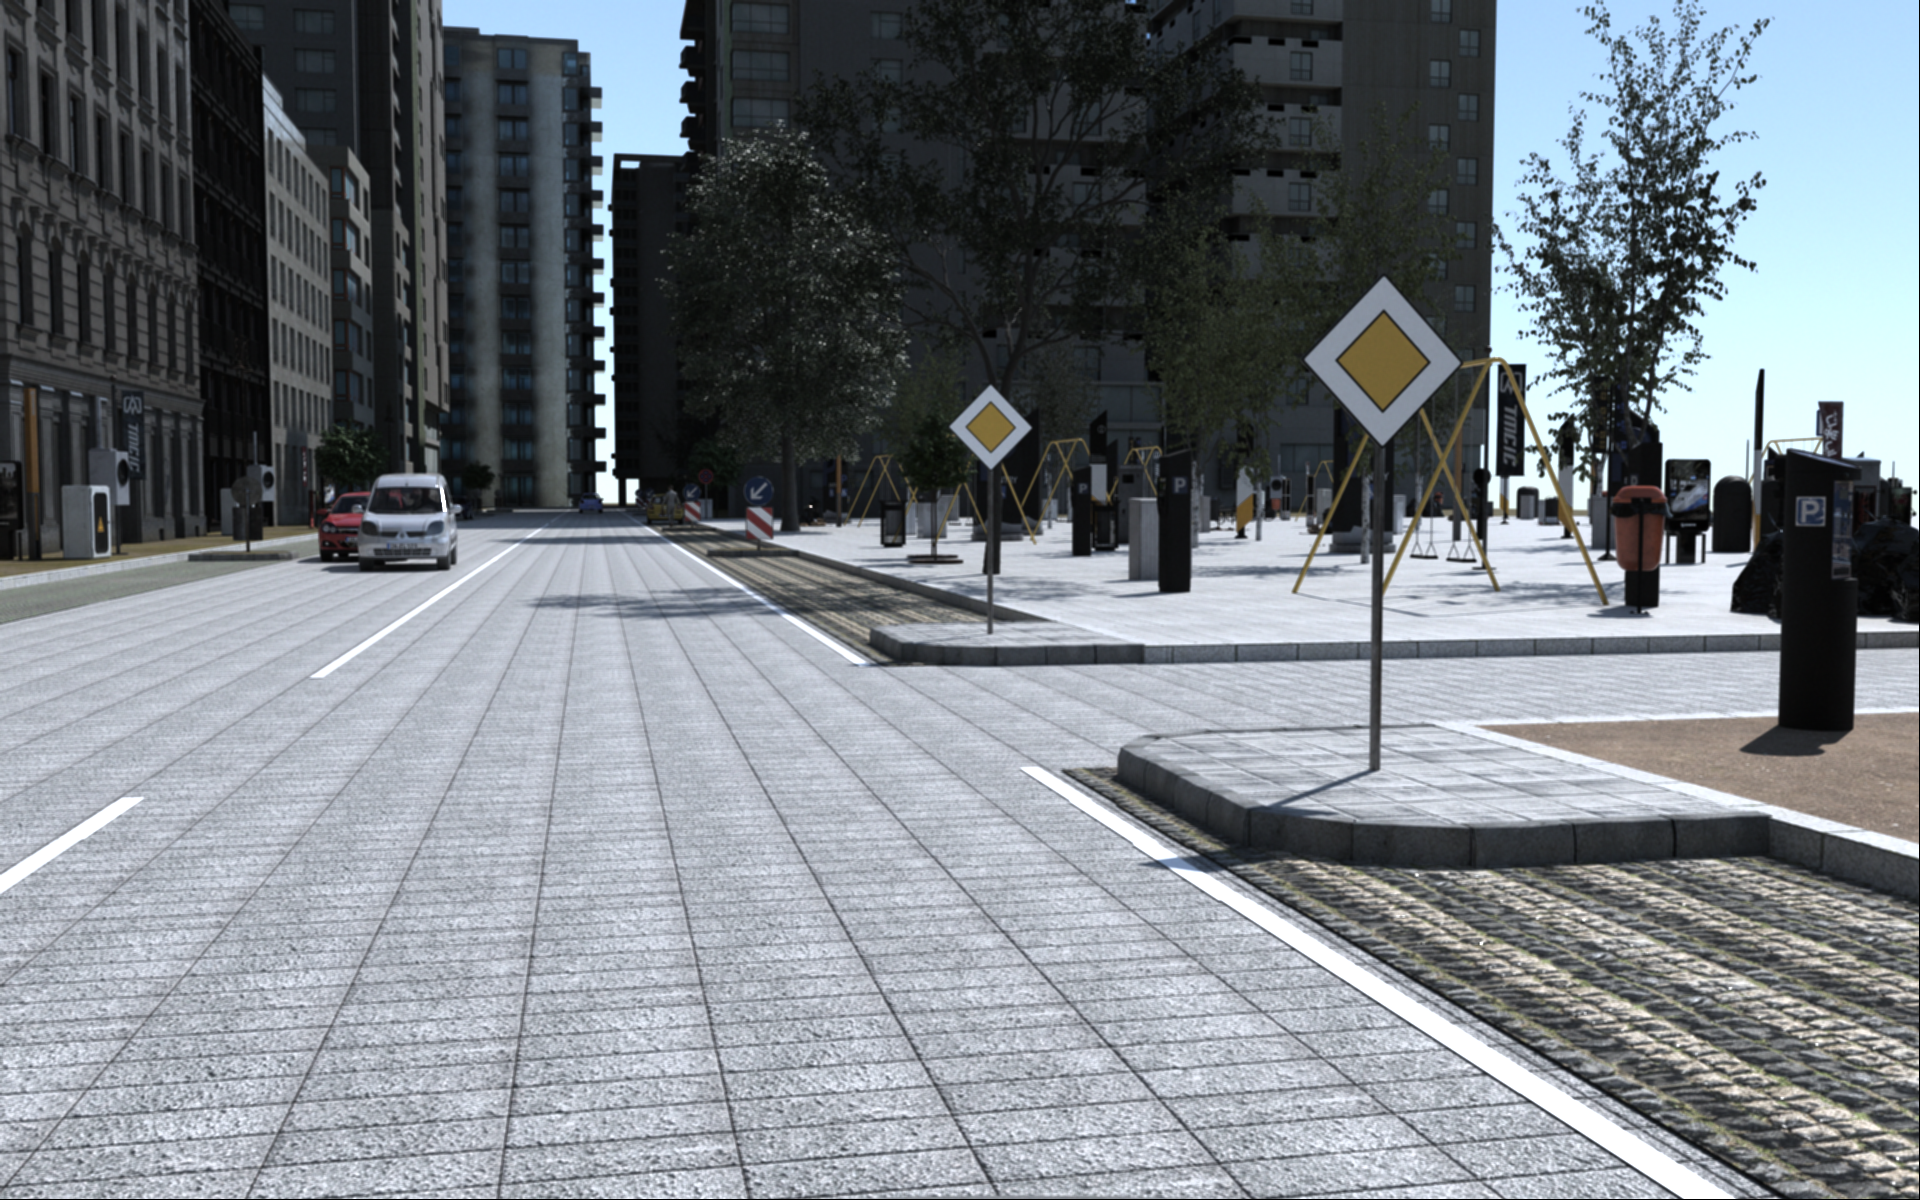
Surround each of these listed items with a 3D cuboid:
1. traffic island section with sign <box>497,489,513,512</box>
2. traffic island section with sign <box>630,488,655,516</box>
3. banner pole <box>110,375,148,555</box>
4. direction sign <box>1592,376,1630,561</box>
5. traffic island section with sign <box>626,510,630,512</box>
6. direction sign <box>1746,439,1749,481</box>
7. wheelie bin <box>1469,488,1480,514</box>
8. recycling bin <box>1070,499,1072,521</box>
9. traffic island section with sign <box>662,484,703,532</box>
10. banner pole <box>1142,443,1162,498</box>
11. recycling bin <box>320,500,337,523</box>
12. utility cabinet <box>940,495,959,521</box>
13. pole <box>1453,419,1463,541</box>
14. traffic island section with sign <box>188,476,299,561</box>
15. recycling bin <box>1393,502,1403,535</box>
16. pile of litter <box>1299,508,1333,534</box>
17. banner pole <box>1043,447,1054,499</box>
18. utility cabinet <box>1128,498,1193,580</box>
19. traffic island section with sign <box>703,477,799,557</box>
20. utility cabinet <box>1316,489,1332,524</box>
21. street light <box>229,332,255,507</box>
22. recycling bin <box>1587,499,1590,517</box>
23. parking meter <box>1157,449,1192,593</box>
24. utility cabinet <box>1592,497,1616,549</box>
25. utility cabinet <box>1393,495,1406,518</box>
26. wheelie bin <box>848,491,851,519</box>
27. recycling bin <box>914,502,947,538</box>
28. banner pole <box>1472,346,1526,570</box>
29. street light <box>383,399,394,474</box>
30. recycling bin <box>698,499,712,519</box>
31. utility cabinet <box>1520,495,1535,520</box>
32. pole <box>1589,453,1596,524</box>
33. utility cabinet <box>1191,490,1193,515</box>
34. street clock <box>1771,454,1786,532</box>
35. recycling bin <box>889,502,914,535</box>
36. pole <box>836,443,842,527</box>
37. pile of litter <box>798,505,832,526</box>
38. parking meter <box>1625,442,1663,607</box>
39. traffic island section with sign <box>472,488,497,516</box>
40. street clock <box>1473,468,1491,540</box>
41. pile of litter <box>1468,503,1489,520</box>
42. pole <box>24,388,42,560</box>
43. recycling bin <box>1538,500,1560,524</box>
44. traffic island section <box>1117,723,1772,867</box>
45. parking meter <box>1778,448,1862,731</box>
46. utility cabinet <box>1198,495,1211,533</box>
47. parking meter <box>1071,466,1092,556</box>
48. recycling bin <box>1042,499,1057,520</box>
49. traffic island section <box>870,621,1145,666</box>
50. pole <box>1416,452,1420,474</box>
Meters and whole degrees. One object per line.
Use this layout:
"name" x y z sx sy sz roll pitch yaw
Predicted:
"traffic island section with sign" -37.123 -8.014 139.650 1.989 1.847 2.006 -1 4 -12
"traffic island section with sign" -20.832 -6.545 115.646 1.989 1.847 2.006 -1 4 -12
"banner pole" -17.682 -2.859 36.761 0.401 3.779 0.863 3 5 42
"direction sign" 12.533 -2.533 33.411 0.876 3.537 0.379 -2 4 -24
"traffic island section with sign" -26.472 -8.176 142.299 1.989 1.847 2.006 -1 4 -12
"direction sign" 32.588 -4.876 71.724 0.379 3.537 0.876 2 4 26
"wheelie bin" 27.767 -5.218 93.228 0.693 1.594 0.980 0 4 3
"recycling bin" 5.617 -4.254 82.113 0.722 1.027 0.722 1 4 19
"traffic island section with sign" -10.466 -3.552 66.699 1.989 1.847 2.006 -1 4 -12
"banner pole" 9.459 -5.771 84.380 0.863 3.779 0.401 -1 4 -9
"recycling bin" -27.345 -3.836 75.272 0.722 1.027 0.722 -2 4 -35
"utility cabinet" -0.577 -4.377 82.730 1.020 1.237 0.306 1 4 10
"pole" 13.634 -3.279 47.452 0.158 3.312 0.155 0 3 0
"traffic island section with sign" -15.543 -1.778 37.701 1.989 1.847 2.006 -1 4 -12
"recycling bin" 13.646 -2.600 55.071 0.722 1.027 0.722 2 4 30
"pile of litter" 11.673 -2.543 55.543 1.719 0.858 1.176 0 4 -5
"banner pole" 4.685 -6.154 90.630 0.863 3.779 0.401 -2 4 -24
"utility cabinet" 3.032 -0.915 26.120 1.020 1.237 0.306 -2 4 -33
"traffic island section with sign" -4.826 -1.922 40.057 1.989 1.847 2.006 -1 4 -12
"utility cabinet" 15.442 -3.958 73.394 0.318 1.500 1.173 2 4 29
"street light" -20.458 -4.690 49.468 0.468 5.910 1.993 -1 4 -12
"recycling bin" 35.831 -5.211 97.746 0.722 1.027 0.722 1 4 14
"parking meter" 2.800 -1.036 22.653 0.399 1.863 0.255 -1 4 -21
"utility cabinet" 15.338 -1.794 40.496 1.020 1.237 0.306 2 4 28
"utility cabinet" 23.846 -5.098 94.513 1.020 1.237 0.306 -1 4 -23
"wheelie bin" -5.294 -4.275 77.810 0.980 1.594 0.693 2 4 32
"recycling bin" -0.820 -2.320 50.486 0.722 1.027 0.722 -1 4 -18
"banner pole" 9.166 -2.407 29.379 0.863 3.779 0.401 0 4 8
"street light" -27.844 -6.839 84.600 0.468 5.910 1.993 -1 4 -12
"recycling bin" -12.995 -4.629 88.238 0.722 1.027 0.722 -1 4 -10
"utility cabinet" 28.683 -4.672 87.551 0.306 1.237 1.020 0 4 -7
"pole" 26.805 -4.862 73.343 0.158 3.312 0.155 0 3 0
"utility cabinet" 11.325 -4.820 87.486 1.173 1.500 0.318 -1 4 -18
"street clock" 14.998 -1.655 31.623 0.358 2.002 0.471 2 4 34
"recycling bin" -1.845 -2.539 54.066 0.722 1.027 0.722 2 4 32
"pole" -4.719 -4.498 67.389 0.158 3.312 0.155 0 3 0
"pile of litter" -5.860 -3.377 69.177 1.719 0.858 1.176 -2 4 -25
"parking meter" 7.814 -0.862 19.807 0.255 1.863 0.399 0 4 -4
"traffic island section with sign" -31.514 -6.395 113.192 1.989 1.847 2.006 -1 4 -12
"street clock" 14.715 -2.709 48.867 0.358 2.002 0.471 -2 4 -26
"pile of litter" 26.050 -4.481 87.224 1.176 0.858 1.719 1 4 19
"pole" -17.925 -2.424 33.472 0.158 3.312 0.155 0 3 0
"recycling bin" 25.752 -3.863 75.721 0.722 1.027 0.722 0 4 -2
"traffic island section" 1.948 0.869 8.076 2.009 0.180 2.903 -1 4 -12
"parking meter" 4.717 -0.067 9.502 0.372 1.533 0.369 0 3 0
"utility cabinet" 8.214 -2.871 58.107 0.306 1.237 1.020 0 4 2
"parking meter" 2.507 -1.845 35.883 0.399 1.863 0.255 0 4 -8
"recycling bin" 4.297 -4.417 84.771 0.722 1.027 0.722 -2 4 -27
"traffic island section" 0.294 0.391 15.888 2.009 0.180 2.903 -1 4 -12
"pole" 22.364 -5.550 84.589 0.158 3.312 0.155 0 3 0
